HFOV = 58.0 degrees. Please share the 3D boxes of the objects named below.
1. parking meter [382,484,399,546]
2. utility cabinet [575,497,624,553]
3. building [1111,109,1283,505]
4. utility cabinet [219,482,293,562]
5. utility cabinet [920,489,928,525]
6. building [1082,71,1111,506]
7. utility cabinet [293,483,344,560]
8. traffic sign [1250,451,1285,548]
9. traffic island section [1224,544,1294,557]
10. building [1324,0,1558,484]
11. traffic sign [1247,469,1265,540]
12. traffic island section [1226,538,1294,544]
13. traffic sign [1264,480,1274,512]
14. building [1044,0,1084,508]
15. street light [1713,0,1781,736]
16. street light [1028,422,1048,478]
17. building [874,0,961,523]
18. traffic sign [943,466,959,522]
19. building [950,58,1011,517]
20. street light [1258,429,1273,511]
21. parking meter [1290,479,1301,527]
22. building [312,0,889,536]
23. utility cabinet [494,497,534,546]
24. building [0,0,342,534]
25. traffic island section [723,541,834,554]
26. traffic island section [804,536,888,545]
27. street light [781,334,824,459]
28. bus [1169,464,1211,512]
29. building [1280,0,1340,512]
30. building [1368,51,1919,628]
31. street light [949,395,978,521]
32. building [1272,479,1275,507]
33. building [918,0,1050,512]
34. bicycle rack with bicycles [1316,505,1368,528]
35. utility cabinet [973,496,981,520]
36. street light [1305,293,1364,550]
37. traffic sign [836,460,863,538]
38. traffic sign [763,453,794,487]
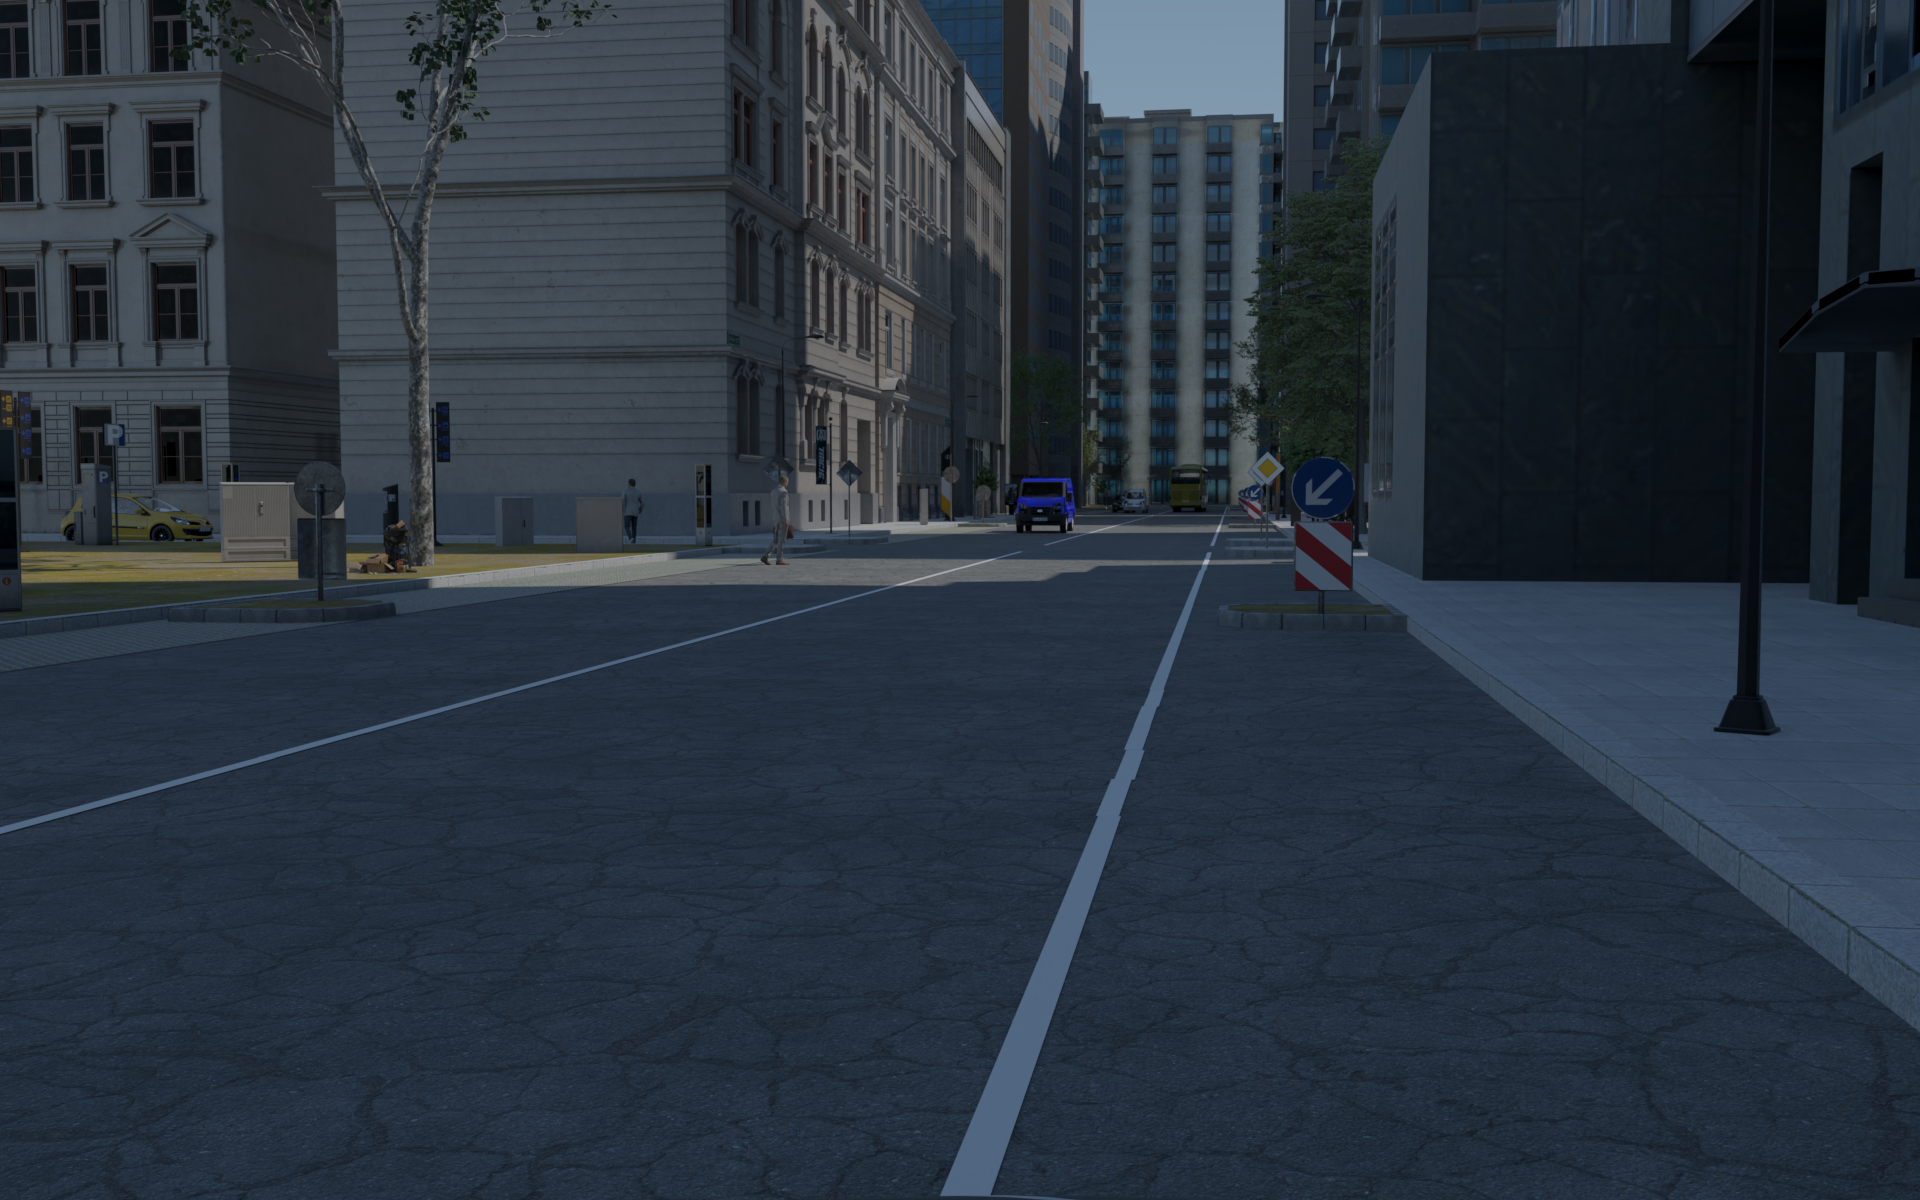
[{"bbox_3d":[-13.982,-2.088,42.550,0.372,1.533,0.369,0,3,0],"label":"parking meter"},{"bbox_3d":[-7.940,-1.650,38.143,1.020,1.237,0.306,-1,4,-12],"label":"utility cabinet"},{"bbox_3d":[26.016,-36.629,218.494,30.456,49.044,23.786,1,4,9],"label":"building"},{"bbox_3d":[-13.271,-1.464,32.613,1.173,1.500,0.318,-2,4,-31],"label":"utility cabinet"},{"bbox_3d":[-1.519,-3.880,72.113,0.318,1.500,1.173,0,4,-4],"label":"utility cabinet"},{"bbox_3d":[0.012,-34.805,188.665,30.456,49.044,23.786,1,4,9],"label":"building"},{"bbox_3d":[-12.441,-1.505,33.279,1.173,1.500,0.318,1,4,15],"label":"utility cabinet"},{"bbox_3d":[7.232,-2.271,40.779,0.795,2.450,0.064,1,4,9],"label":"traffic sign"},{"bbox_3d":[7.257,-1.136,40.852,2.009,0.180,2.903,1,4,9],"label":"traffic island section"},{"bbox_3d":[32.881,-29.404,100.369,23.786,49.044,30.456,1,4,9],"label":"building"},{"bbox_3d":[8.471,-2.754,48.667,0.795,2.450,0.064,1,4,9],"label":"traffic sign"},{"bbox_3d":[8.496,-1.618,48.741,2.009,0.180,2.903,1,4,9],"label":"traffic island section"},{"bbox_3d":[21.602,-7.409,121.244,0.768,2.556,0.104,1,4,13],"label":"traffic sign"},{"bbox_3d":[-0.711,-37.422,153.853,21.231,58.520,28.212,1,4,9],"label":"building"},{"bbox_3d":[3.726,-2.247,9.284,1.470,5.913,1.316,1,4,9],"label":"street light"},{"bbox_3d":[4.994,-8.531,112.020,1.470,5.913,1.316,1,4,9],"label":"street light"},{"bbox_3d":[-8.090,-18.314,85.331,13.634,28.700,20.117,1,4,9],"label":"building"},{"bbox_3d":[-0.404,-4.852,79.439,0.768,2.556,0.104,1,4,16],"label":"traffic sign"},{"bbox_3d":[-4.156,-17.558,105.093,12.078,24.808,19.932,1,4,9],"label":"building"},{"bbox_3d":[16.701,-7.308,92.031,1.470,5.913,1.316,1,4,9],"label":"street light"},{"bbox_3d":[13.306,-3.842,68.526,0.399,1.863,0.255,-1,4,-11],"label":"parking meter"},{"bbox_3d":[-11.378,-16.893,63.583,14.401,28.519,23.554,1,4,9],"label":"building"},{"bbox_3d":[-11.053,-1.946,42.987,0.306,1.237,1.020,2,4,33],"label":"utility cabinet"},{"bbox_3d":[-32.156,-13.757,61.079,21.152,22.565,11.583,1,4,9],"label":"building"},{"bbox_3d":[-4.490,-1.249,42.695,2.009,0.180,2.903,1,4,9],"label":"traffic island section"},{"bbox_3d":[-3.252,-1.731,50.584,2.009,0.180,2.903,1,4,9],"label":"traffic island section"},{"bbox_3d":[-4.643,-4.772,50.557,1.470,5.913,1.316,1,4,9],"label":"street light"},{"bbox_3d":[18.648,-9.112,140.534,2.896,3.916,12.252,1,4,11],"label":"bus"},{"bbox_3d":[35.928,-36.296,135.440,21.231,58.520,28.212,1,4,9],"label":"building"},{"bbox_3d":[17.104,-43.040,16.372,22.319,86.520,31.000,1,4,9],"label":"building"},{"bbox_3d":[0.167,-6.658,81.398,1.470,5.913,1.316,1,4,9],"label":"street light"},{"bbox_3d":[49.389,-29.950,181.564,32.217,40.220,23.993,1,4,9],"label":"building"},{"bbox_3d":[-0.776,-29.520,132.765,14.600,45.320,14.200,1,4,9],"label":"building"},{"bbox_3d":[13.395,-2.773,58.727,2.925,0.926,2.852,0,4,4],"label":"bicycle rack with bicycles"},{"bbox_3d":[0.858,-4.630,86.863,0.306,1.237,1.020,0,4,-5],"label":"utility cabinet"},{"bbox_3d":[8.675,-4.135,40.146,1.470,5.913,1.316,1,4,9],"label":"street light"},{"bbox_3d":[-3.227,-2.867,50.518,0.795,2.450,0.064,1,4,9],"label":"traffic sign"},{"bbox_3d":[-4.466,-2.385,42.630,0.795,2.450,0.064,1,4,9],"label":"traffic sign"}]
